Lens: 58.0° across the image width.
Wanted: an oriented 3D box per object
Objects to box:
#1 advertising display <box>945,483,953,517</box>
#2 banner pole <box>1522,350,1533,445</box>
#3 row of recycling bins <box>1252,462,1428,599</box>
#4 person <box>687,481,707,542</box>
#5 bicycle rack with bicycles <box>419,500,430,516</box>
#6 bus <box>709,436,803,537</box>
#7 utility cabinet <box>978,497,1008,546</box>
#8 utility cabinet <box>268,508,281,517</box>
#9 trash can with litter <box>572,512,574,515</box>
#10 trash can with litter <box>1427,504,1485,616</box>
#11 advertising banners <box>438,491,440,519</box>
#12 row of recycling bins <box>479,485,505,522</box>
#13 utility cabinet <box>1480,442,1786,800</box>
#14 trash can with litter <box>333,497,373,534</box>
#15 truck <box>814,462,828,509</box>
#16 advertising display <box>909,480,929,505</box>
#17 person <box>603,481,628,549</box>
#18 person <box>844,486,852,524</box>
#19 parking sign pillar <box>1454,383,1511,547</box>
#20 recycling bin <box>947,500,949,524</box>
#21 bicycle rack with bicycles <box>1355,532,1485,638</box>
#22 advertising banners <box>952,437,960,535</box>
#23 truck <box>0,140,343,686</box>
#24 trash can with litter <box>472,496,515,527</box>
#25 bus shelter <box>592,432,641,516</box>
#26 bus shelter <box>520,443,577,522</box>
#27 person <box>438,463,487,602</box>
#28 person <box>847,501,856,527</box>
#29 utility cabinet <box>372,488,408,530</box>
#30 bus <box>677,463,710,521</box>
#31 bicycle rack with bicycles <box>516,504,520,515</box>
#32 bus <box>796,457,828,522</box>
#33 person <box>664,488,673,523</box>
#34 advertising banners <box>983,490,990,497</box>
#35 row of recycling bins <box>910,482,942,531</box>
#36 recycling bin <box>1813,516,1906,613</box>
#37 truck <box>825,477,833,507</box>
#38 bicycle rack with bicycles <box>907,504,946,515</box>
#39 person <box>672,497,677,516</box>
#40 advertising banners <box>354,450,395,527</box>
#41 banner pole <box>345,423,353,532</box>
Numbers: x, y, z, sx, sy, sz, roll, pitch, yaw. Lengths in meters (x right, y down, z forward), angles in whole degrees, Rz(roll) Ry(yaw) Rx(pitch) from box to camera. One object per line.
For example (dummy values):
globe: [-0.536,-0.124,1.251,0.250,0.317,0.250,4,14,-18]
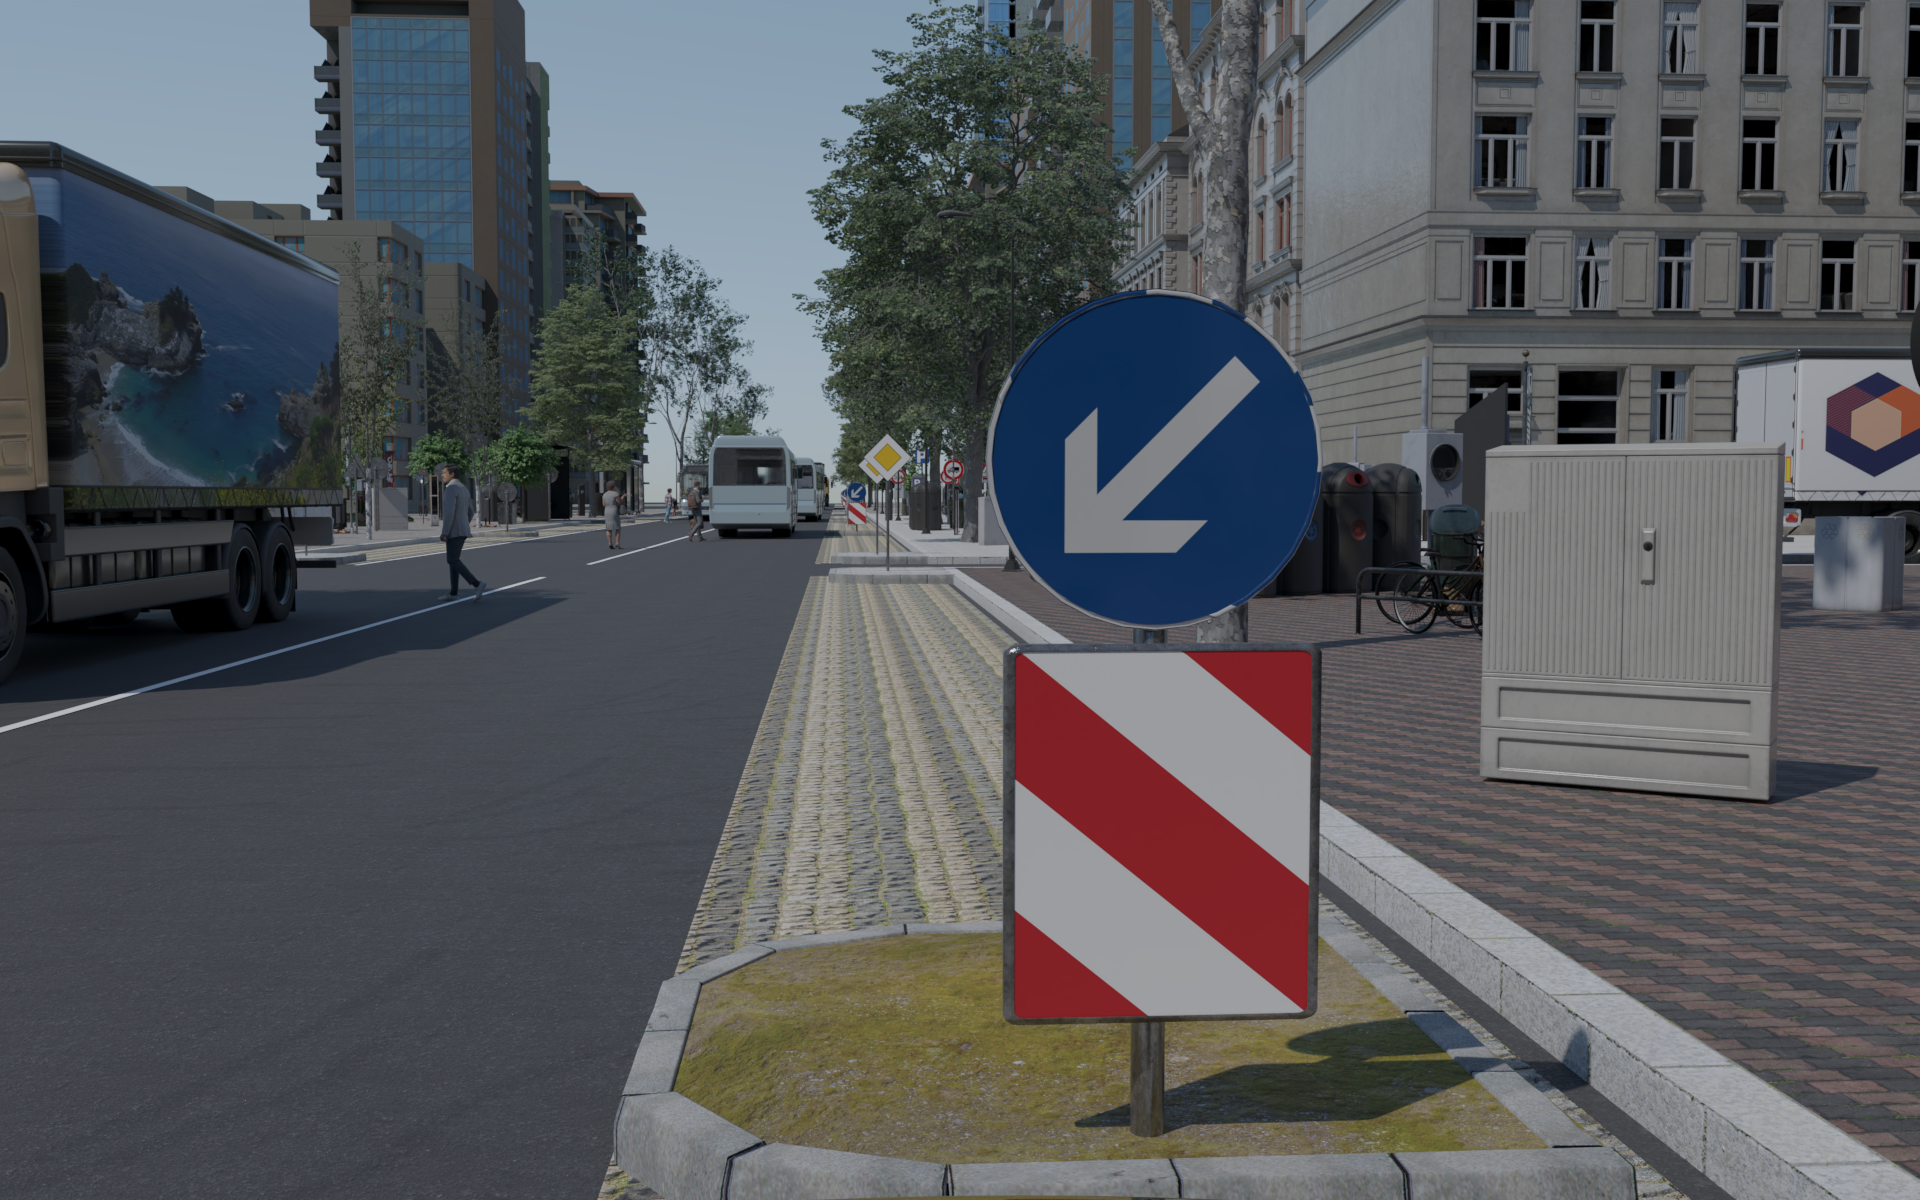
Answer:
advertising display: [-0.596,-5.546,95.889,0.123,1.923,0.974,1,4,23]
banner pole: [9.773,-2.439,29.889,0.401,3.779,0.863,0,4,8]
row of recycling bins: [4.580,-0.934,22.385,3.534,1.692,1.069,-2,4,-35]
person: [-7.982,-2.683,52.333,0.822,1.834,0.622,-3,5,-44]
bicycle rack with bicycles: [-29.583,-5.249,99.207,2.852,0.926,2.925,-2,4,-28]
bus: [-7.122,-4.057,61.188,2.948,3.499,13.247,0,4,-4]
utility cabinet: [0.941,-1.972,43.397,1.020,1.237,0.306,-3,4,-36]
utility cabinet: [-17.616,-2.159,43.975,1.173,1.500,0.318,-2,4,-30]
trash can with litter: [-23.353,-5.562,102.332,1.055,1.170,0.624,0,4,4]
trash can with litter: [5.342,-0.440,18.584,0.624,1.170,1.055,1,4,18]
advertising banners: [-27.267,-5.771,90.539,0.090,3.025,2.074,-1,4,-18]
row of recycling bins: [-22.143,-4.552,81.535,1.069,1.692,3.534,-1,4,-23]
utility cabinet: [2.892,0.072,7.500,1.173,1.500,0.318,2,4,30]
trash can with litter: [-20.189,-2.787,56.624,1.678,1.210,2.233,-2,4,-25]
truck: [-13.637,-10.331,157.823,2.839,4.237,11.283,0,4,-2]
advertising display: [-1.923,-4.652,81.274,0.974,1.923,0.123,-2,4,-28]
person: [-8.906,-2.211,45.004,0.716,1.782,0.532,2,4,26]
person: [-5.265,-4.526,82.603,0.391,1.810,0.635,-2,4,-24]
parking sign pillar: [12.809,-3.304,42.490,1.447,3.967,1.447,3,5,40]
recycling bin: [-0.096,-3.733,73.595,0.722,1.027,0.722,-1,4,-23]
bicycle rack with bicycles: [4.898,-0.153,15.879,2.852,0.926,2.925,-2,4,-35]
advertising banners: [-0.141,-3.558,54.368,0.090,3.025,2.074,0,4,5]
truck: [-8.512,-1.656,15.995,2.839,4.237,11.283,0,4,-4]
trash can with litter: [-18.393,-3.445,67.386,1.678,1.210,2.233,-2,4,-31]
bus shelter: [-20.827,-7.763,104.548,2.179,5.291,8.768,0,4,-4]
bus shelter: [-19.579,-5.583,82.558,1.731,3.624,6.357,0,4,-4]
person: [-6.659,-0.905,23.147,0.795,1.843,0.661,1,4,11]
person: [-4.608,-3.754,74.127,0.590,1.304,0.306,3,5,44]
utility cabinet: [-20.234,-3.229,61.479,1.173,1.500,0.318,-2,4,-30]
bus: [-13.342,-6.127,95.043,2.948,3.499,13.247,0,4,-2]
bicycle rack with bicycles: [-22.152,-4.712,90.423,2.925,0.926,2.852,-1,4,-9]
bus: [-8.799,-6.031,93.467,2.948,3.499,13.247,0,4,-3]
person: [-14.418,-4.659,85.514,0.643,1.720,0.563,-3,4,-36]
advertising banners: [1.555,-3.776,57.918,2.074,3.025,0.090,3,5,44]
row of recycling bins: [-1.288,-3.364,62.109,1.069,1.692,3.534,0,4,-6]
recycling bin: [9.956,-0.405,19.183,0.722,1.027,0.722,-3,5,-43]
truck: [-16.359,-12.456,199.579,3.469,3.379,9.791,0,4,-4]
bicycle rack with bicycles: [-2.031,-5.659,105.911,2.925,0.926,2.852,-1,4,-10]
person: [-18.698,-6.157,112.348,0.628,1.438,0.799,1,4,8]
advertising banners: [-23.252,-4.446,68.872,0.090,3.025,2.074,2,4,31]
banner pole: [-20.945,-4.240,59.343,0.401,3.779,0.863,-2,4,-34]
